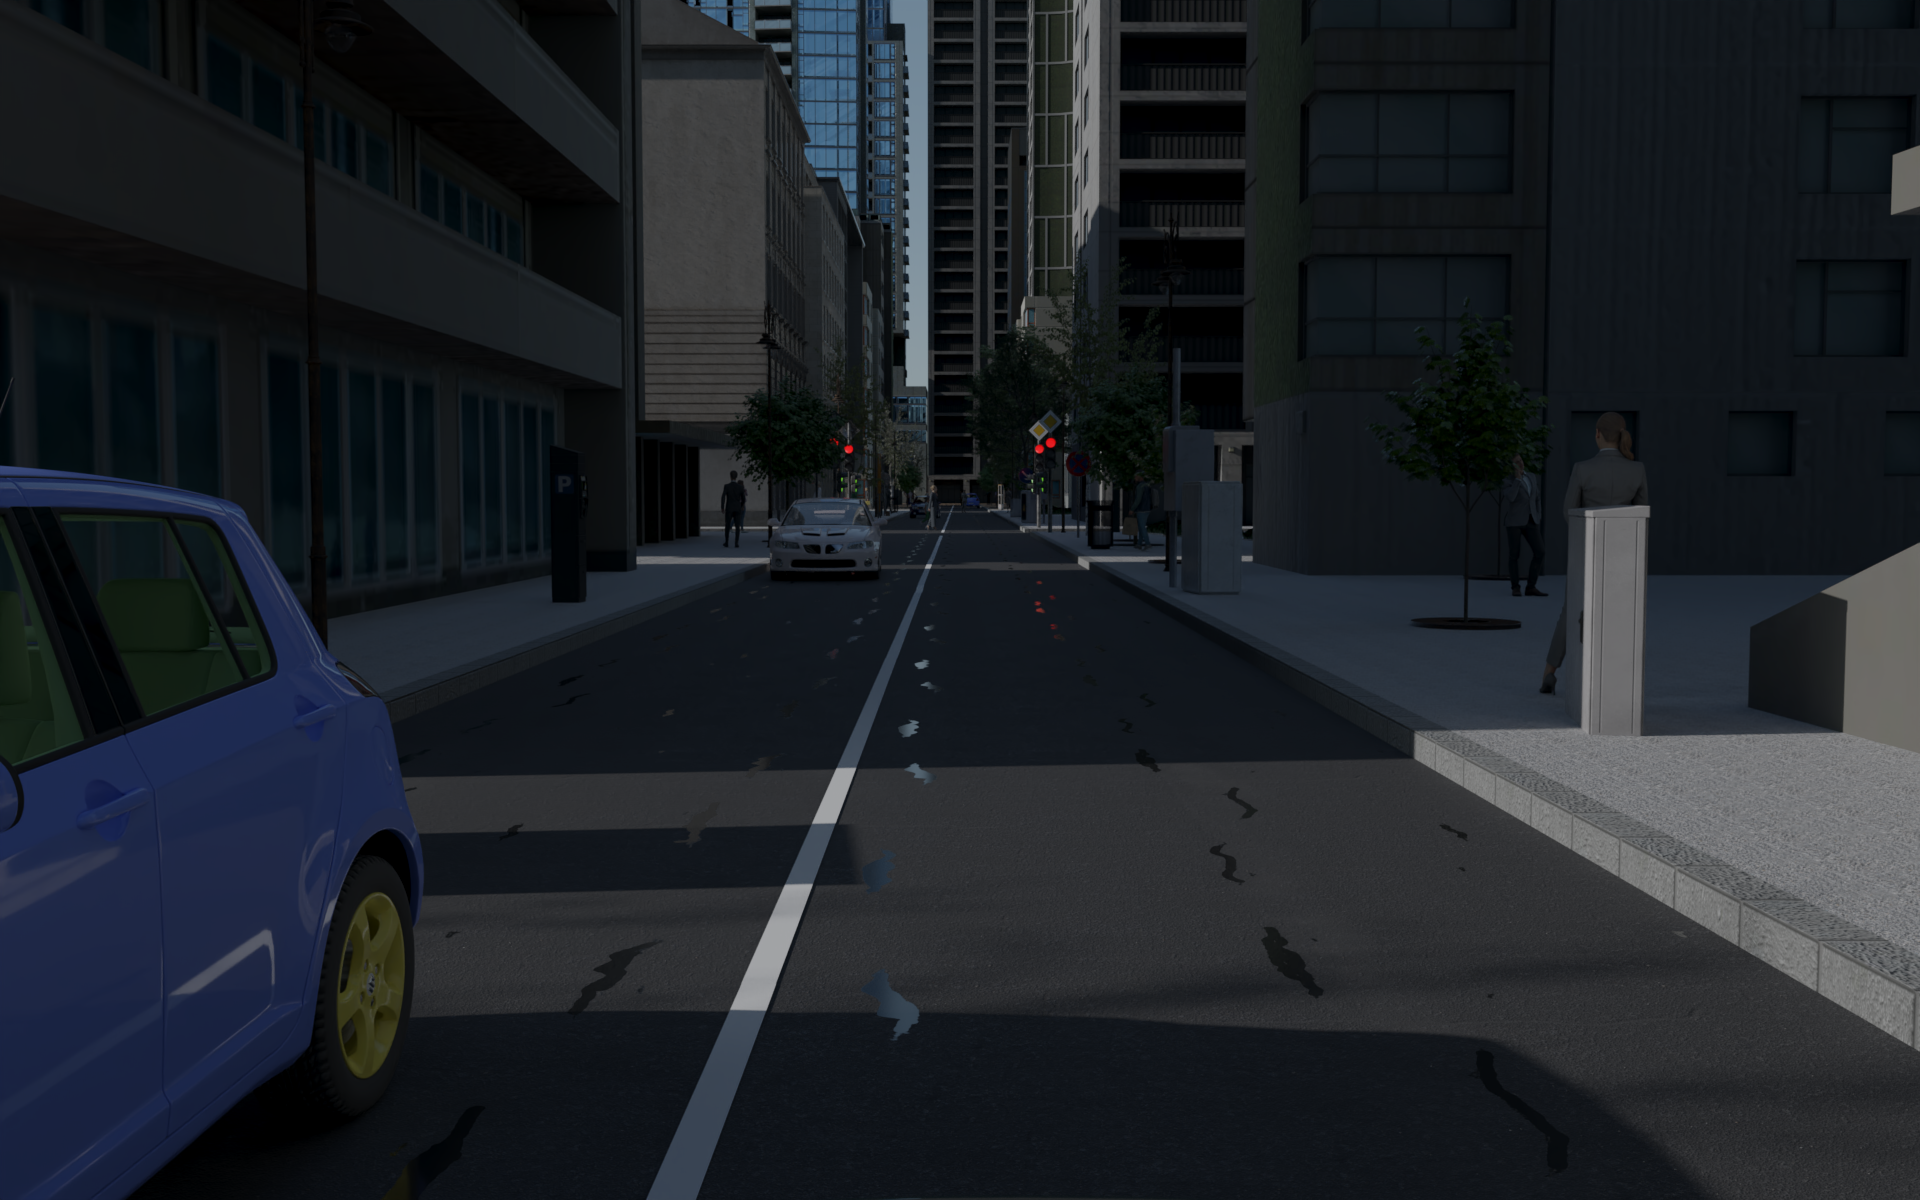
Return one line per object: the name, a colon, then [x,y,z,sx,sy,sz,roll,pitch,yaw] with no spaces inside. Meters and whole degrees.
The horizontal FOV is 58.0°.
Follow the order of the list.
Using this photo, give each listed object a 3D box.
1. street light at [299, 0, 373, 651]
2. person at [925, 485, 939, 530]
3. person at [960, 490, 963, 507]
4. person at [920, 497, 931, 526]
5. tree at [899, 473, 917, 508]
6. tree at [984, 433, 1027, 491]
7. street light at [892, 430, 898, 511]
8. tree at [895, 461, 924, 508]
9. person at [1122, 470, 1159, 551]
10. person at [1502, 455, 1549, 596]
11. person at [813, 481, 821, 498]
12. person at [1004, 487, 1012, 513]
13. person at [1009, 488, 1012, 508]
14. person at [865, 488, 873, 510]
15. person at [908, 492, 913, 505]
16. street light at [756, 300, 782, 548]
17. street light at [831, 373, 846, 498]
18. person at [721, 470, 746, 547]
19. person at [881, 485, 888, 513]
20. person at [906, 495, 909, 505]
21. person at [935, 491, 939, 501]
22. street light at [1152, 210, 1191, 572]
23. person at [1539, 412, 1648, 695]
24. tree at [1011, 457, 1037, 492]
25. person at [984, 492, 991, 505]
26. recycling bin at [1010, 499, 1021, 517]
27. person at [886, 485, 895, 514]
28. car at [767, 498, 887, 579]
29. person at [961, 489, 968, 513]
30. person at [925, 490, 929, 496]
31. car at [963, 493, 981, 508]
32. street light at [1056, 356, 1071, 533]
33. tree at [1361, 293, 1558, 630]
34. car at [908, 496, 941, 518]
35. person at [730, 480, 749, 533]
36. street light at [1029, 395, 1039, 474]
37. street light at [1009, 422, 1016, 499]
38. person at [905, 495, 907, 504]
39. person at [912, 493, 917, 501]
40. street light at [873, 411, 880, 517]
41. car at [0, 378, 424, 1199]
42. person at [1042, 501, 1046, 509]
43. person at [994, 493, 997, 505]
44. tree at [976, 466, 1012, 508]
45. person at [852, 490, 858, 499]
street light: [-4.693,-2.431,12.535,0.468,5.910,1.993,0,3,0]
person: [-1.086,-3.623,68.153,0.534,1.772,0.576,0,4,-7]
person: [0.146,-11.101,189.631,0.705,1.869,1.348,0,4,-8]
person: [-1.496,-3.938,77.128,0.590,1.304,0.306,-1,4,-11]
tree: [-4.733,-10.071,159.254,1.663,3.219,1.824,0,3,0]
tree: [3.526,-12.000,146.570,4.360,8.622,3.978,0,3,0]
street light: [-4.719,-9.332,125.362,0.468,5.910,1.993,0,3,0]
tree: [-5.066,-11.036,164.148,4.285,4.588,4.351,0,3,0]
person: [4.038,-2.005,38.809,0.794,1.824,0.713,-3,5,-43]
person: [7.080,-0.949,21.738,0.592,1.802,0.473,0,4,-1]
person: [-5.990,-4.147,73.720,0.818,1.842,0.514,-2,4,-32]
person: [3.360,-6.961,120.203,0.599,1.781,0.374,-1,4,-9]
person: [4.769,-9.632,163.509,0.705,1.826,1.348,-1,4,-14]
person: [-7.326,-8.133,139.236,0.699,1.804,1.509,1,4,19]
person: [-5.599,-11.605,196.720,0.756,1.711,0.436,-2,4,-27]
street light: [-4.548,-4.195,41.378,0.468,5.910,1.993,0,3,0]
street light: [-4.633,-5.718,66.277,0.468,5.910,1.993,0,3,0]
person: [-5.497,-2.194,41.698,0.659,1.850,0.755,-1,4,-21]
person: [-4.941,-6.423,110.860,0.655,1.846,0.447,0,3,0]
person: [-6.172,-12.413,208.981,0.705,1.826,1.348,1,4,19]
person: [-2.164,-9.104,157.909,0.434,1.755,0.990,1,4,13]
street light: [3.460,-3.410,28.549,0.468,5.910,1.993,0,3,0]
person: [4.009,-0.284,10.959,0.520,1.790,0.573,-1,4,-10]
tree: [3.702,-5.767,88.889,1.663,3.219,1.824,0,3,0]
person: [3.412,-12.418,208.700,1.348,1.869,0.705,3,5,42]
recycling bin: [3.208,-5.099,95.917,0.722,1.027,0.722,-1,4,-11]
person: [-4.603,-6.575,113.325,0.755,1.850,0.659,-1,4,-13]
car: [-2.323,-1.117,30.632,2.083,1.381,4.827,0,4,-2]
person: [0.369,-7.666,134.116,0.520,1.790,0.573,1,4,12]
person: [-2.981,-8.722,151.637,0.617,1.759,0.750,-2,4,-33]
car: [1.125,-10.140,175.374,1.945,1.707,3.694,0,4,1]
street light: [3.433,-5.175,57.391,0.468,5.910,1.993,0,3,0]
tree: [4.956,-1.361,16.859,1.663,3.219,1.824,0,3,0]
car: [-2.079,-5.541,103.169,1.945,1.354,3.894,0,4,2]
person: [-7.303,-3.083,57.037,0.643,1.750,0.593,1,4,10]
street light: [3.448,-6.620,81.029,0.468,5.910,1.993,0,3,0]
street light: [3.338,-8.389,109.946,0.468,5.910,1.993,0,3,0]
person: [-6.513,-12.896,217.824,0.756,1.711,0.436,0,4,0]
person: [-5.808,-12.708,214.640,1.217,1.723,0.721,-2,4,-28]
street light: [-4.655,-7.521,95.753,0.468,5.910,1.993,0,3,0]
car: [-2.218,0.419,2.746,1.945,1.707,3.694,0,4,1]
person: [6.012,-7.201,124.777,0.522,1.701,0.512,-1,4,-15]
person: [4.167,-11.642,196.256,0.709,1.838,0.599,-2,4,-32]
tree: [3.381,-12.748,192.149,4.285,4.588,4.351,0,3,0]
person: [-5.894,-5.537,96.816,0.529,1.795,0.600,2,4,31]
